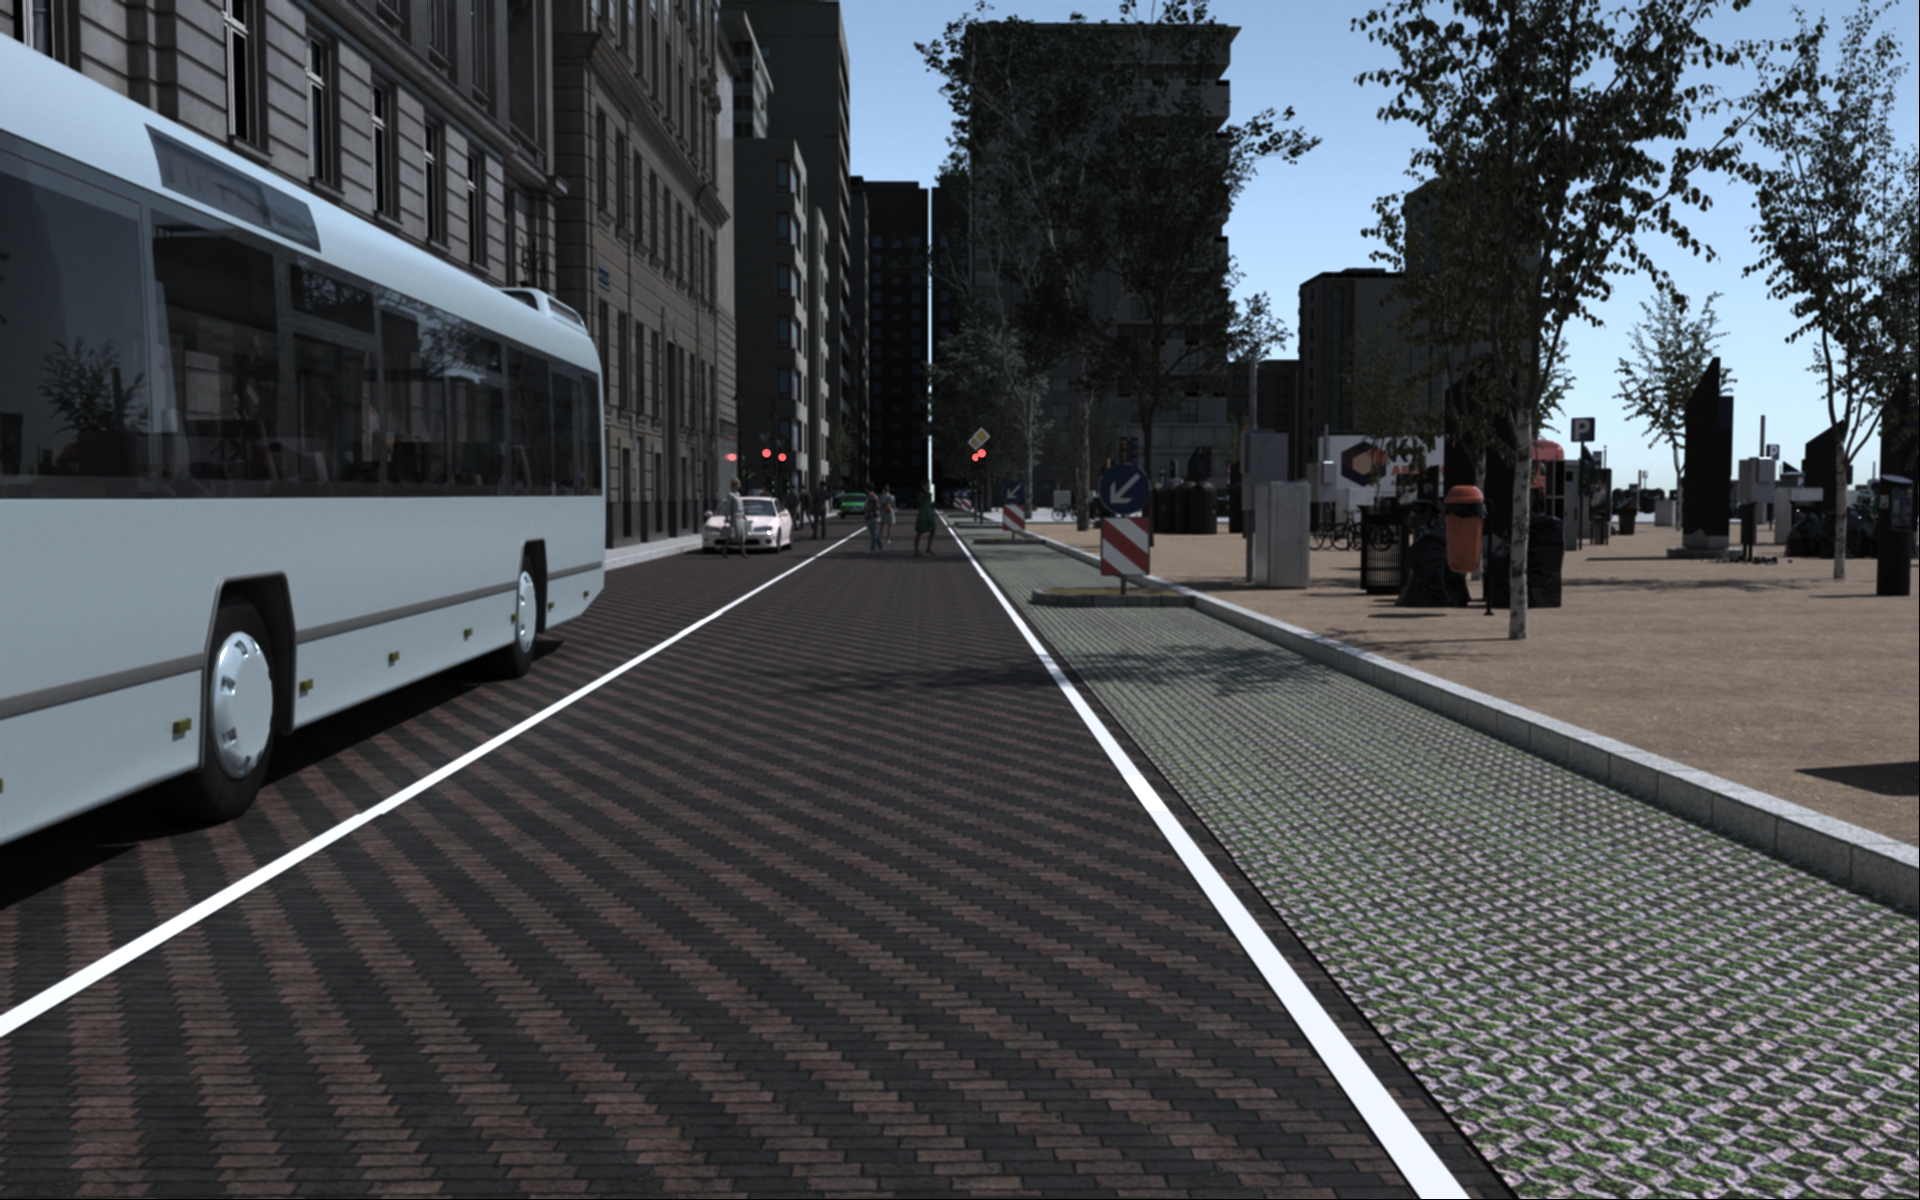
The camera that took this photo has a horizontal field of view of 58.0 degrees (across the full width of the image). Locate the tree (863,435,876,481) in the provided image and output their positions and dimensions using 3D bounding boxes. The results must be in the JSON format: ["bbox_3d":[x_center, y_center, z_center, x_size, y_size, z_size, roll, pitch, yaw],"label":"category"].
[{"bbox_3d":[-12.513,-16.215,215.479,4.360,8.622,3.978,0,3,0],"label":"tree"}]

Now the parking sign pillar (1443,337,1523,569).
[{"bbox_3d":[9.140,-2.553,30.218,1.447,3.967,1.447,3,5,40],"label":"parking sign pillar"}]

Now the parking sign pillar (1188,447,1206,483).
[{"bbox_3d":[13.497,-6.781,99.335,1.447,3.967,1.447,-1,4,-16],"label":"parking sign pillar"}]

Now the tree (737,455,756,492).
[{"bbox_3d":[-9.785,-4.831,73.588,1.663,3.219,1.824,0,3,0],"label":"tree"}]

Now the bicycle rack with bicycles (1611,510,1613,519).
[{"bbox_3d":[30.111,-4.280,83.364,2.852,0.926,2.925,-3,5,-40],"label":"bicycle rack with bicycles"}]

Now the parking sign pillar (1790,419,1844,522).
[{"bbox_3d":[31.164,-4.535,62.620,1.447,3.967,1.447,0,4,2],"label":"parking sign pillar"}]

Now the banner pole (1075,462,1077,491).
[{"bbox_3d":[9.030,-8.797,133.854,0.401,3.779,0.863,1,4,21],"label":"banner pole"}]

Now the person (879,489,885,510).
[{"bbox_3d":[-5.202,-6.685,118.292,0.782,1.767,0.515,2,4,28],"label":"person"}]

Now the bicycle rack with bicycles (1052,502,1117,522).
[{"bbox_3d":[6.140,-4.182,81.761,2.925,0.926,2.852,2,4,33],"label":"bicycle rack with bicycles"}]

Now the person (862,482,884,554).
[{"bbox_3d":[-2.083,-1.977,41.655,0.643,1.720,0.563,-1,4,-18],"label":"person"}]

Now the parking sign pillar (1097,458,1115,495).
[{"bbox_3d":[10.701,-8.476,127.056,1.447,3.967,1.447,0,4,-7],"label":"parking sign pillar"}]

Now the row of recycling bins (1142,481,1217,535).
[{"bbox_3d":[7.133,-3.011,56.347,1.069,1.692,3.534,-2,4,-29],"label":"row of recycling bins"}]

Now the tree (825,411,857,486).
[{"bbox_3d":[-10.926,-12.392,152.969,4.737,8.622,4.395,0,3,0],"label":"tree"}]

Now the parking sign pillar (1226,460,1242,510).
[{"bbox_3d":[20.047,-8.396,125.743,1.447,3.967,1.447,1,4,22],"label":"parking sign pillar"}]

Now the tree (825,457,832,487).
[{"bbox_3d":[-10.645,-8.430,121.550,4.285,4.588,4.351,0,3,0],"label":"tree"}]

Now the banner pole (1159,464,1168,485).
[{"bbox_3d":[16.877,-9.359,143.036,0.863,3.779,0.401,1,4,15],"label":"banner pole"}]

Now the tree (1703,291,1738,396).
[{"bbox_3d":[24.847,-6.696,59.847,4.737,8.622,4.395,0,3,0],"label":"tree"}]

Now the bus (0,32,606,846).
[{"bbox_3d":[-4.489,-0.945,10.318,2.948,3.499,13.247,0,4,-2],"label":"bus"}]

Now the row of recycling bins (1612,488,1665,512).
[{"bbox_3d":[48.354,-7.121,123.547,3.534,1.692,1.069,1,4,11],"label":"row of recycling bins"}]

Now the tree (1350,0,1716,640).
[{"bbox_3d":[5.167,-3.963,15.162,4.360,8.622,3.978,0,3,0],"label":"tree"}]

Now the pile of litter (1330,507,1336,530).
[{"bbox_3d":[13.143,-2.838,60.367,1.719,0.858,1.176,2,4,28],"label":"pile of litter"}]

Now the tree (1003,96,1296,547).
[{"bbox_3d":[4.307,-6.564,41.732,7.601,10.594,8.767,-3,4,-36],"label":"tree"}]

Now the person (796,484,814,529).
[{"bbox_3d":[-6.354,-3.804,70.656,0.622,1.834,0.822,-3,4,-38],"label":"person"}]

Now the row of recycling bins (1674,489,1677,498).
[{"bbox_3d":[64.624,-8.918,152.927,3.534,1.692,1.069,1,4,13],"label":"row of recycling bins"}]

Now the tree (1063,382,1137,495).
[{"bbox_3d":[9.164,-9.835,111.160,4.360,8.622,3.978,0,3,0],"label":"tree"}]

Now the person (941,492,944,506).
[{"bbox_3d":[-1.985,-11.372,195.364,0.436,1.711,0.756,0,4,6],"label":"person"}]

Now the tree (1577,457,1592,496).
[{"bbox_3d":[32.395,-5.884,90.798,1.663,3.219,1.824,0,3,0],"label":"tree"}]

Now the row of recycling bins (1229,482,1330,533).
[{"bbox_3d":[10.648,-3.079,57.448,3.534,1.692,1.069,-1,4,-16],"label":"row of recycling bins"}]

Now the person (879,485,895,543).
[{"bbox_3d":[-2.140,-2.518,50.680,0.512,1.701,0.522,-1,4,-14],"label":"person"}]

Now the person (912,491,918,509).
[{"bbox_3d":[-4.206,-9.446,163.765,0.721,1.723,1.217,2,4,33],"label":"person"}]

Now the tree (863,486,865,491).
[{"bbox_3d":[-12.381,-13.094,208.682,1.663,3.219,1.824,0,3,0],"label":"tree"}]

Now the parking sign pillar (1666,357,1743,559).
[{"bbox_3d":[15.013,-2.833,34.785,1.447,3.967,1.447,0,4,1],"label":"parking sign pillar"}]

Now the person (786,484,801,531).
[{"bbox_3d":[-6.508,-3.614,67.684,0.679,1.850,0.850,3,5,43],"label":"person"}]

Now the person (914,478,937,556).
[{"bbox_3d":[-0.819,-1.929,40.290,0.529,1.795,0.600,1,4,15],"label":"person"}]

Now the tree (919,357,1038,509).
[{"bbox_3d":[1.603,-14.691,150.563,12.009,13.543,11.850,0,3,0],"label":"tree"}]

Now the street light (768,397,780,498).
[{"bbox_3d":[-8.645,-6.597,80.646,0.468,5.910,1.993,0,4,-1],"label":"street light"}]

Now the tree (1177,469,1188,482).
[{"bbox_3d":[17.590,-8.595,135.129,1.663,3.219,1.824,0,3,0],"label":"tree"}]

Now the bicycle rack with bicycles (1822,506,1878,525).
[{"bbox_3d":[26.953,-2.386,52.392,2.925,0.926,2.852,-1,4,-13],"label":"bicycle rack with bicycles"}]

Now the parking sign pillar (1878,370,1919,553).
[{"bbox_3d":[20.872,-3.058,38.464,1.447,3.967,1.447,1,4,11],"label":"parking sign pillar"}]

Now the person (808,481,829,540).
[{"bbox_3d":[-4.431,-2.808,54.222,0.655,1.846,0.447,-2,4,-32],"label":"person"}]

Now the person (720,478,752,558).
[{"bbox_3d":[-5.054,-1.839,38.915,0.624,1.780,0.694,3,4,38],"label":"person"}]

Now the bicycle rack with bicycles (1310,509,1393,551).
[{"bbox_3d":[9.018,-1.618,39.841,2.852,0.926,2.925,-2,4,-28],"label":"bicycle rack with bicycles"}]

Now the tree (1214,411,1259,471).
[{"bbox_3d":[24.659,-12.377,152.725,4.737,8.622,4.395,0,3,0],"label":"tree"}]

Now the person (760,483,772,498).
[{"bbox_3d":[-6.512,-2.956,57.169,0.599,1.781,0.374,1,4,22],"label":"person"}]

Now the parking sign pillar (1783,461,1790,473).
[{"bbox_3d":[67.573,-9.322,140.893,1.447,3.967,1.447,3,4,39],"label":"parking sign pillar"}]

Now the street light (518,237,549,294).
[{"bbox_3d":[-7.676,-3.583,31.364,0.468,5.910,1.993,0,4,-1],"label":"street light"}]

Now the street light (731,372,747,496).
[{"bbox_3d":[-8.351,-5.684,65.721,0.468,5.910,1.993,0,4,-1],"label":"street light"}]

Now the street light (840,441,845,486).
[{"bbox_3d":[-10.035,-10.763,148.762,0.468,5.910,1.993,0,4,-1],"label":"street light"}]

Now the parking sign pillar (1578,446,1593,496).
[{"bbox_3d":[34.919,-6.607,96.489,1.447,3.967,1.447,0,4,-6],"label":"parking sign pillar"}]

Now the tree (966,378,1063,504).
[{"bbox_3d":[3.447,-9.777,110.213,4.360,8.622,3.978,0,3,0],"label":"tree"}]

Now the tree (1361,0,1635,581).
[{"bbox_3d":[7.811,-4.605,25.652,4.737,8.622,4.395,0,3,0],"label":"tree"}]

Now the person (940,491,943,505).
[{"bbox_3d":[-2.154,-12.906,219.647,1.348,1.807,0.705,-3,5,-44],"label":"person"}]

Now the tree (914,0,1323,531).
[{"bbox_3d":[5.170,-12.387,58.416,12.611,20.169,13.585,0,3,0],"label":"tree"}]

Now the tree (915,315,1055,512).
[{"bbox_3d":[1.816,-13.201,122.498,9.857,13.997,8.962,0,3,0],"label":"tree"}]
